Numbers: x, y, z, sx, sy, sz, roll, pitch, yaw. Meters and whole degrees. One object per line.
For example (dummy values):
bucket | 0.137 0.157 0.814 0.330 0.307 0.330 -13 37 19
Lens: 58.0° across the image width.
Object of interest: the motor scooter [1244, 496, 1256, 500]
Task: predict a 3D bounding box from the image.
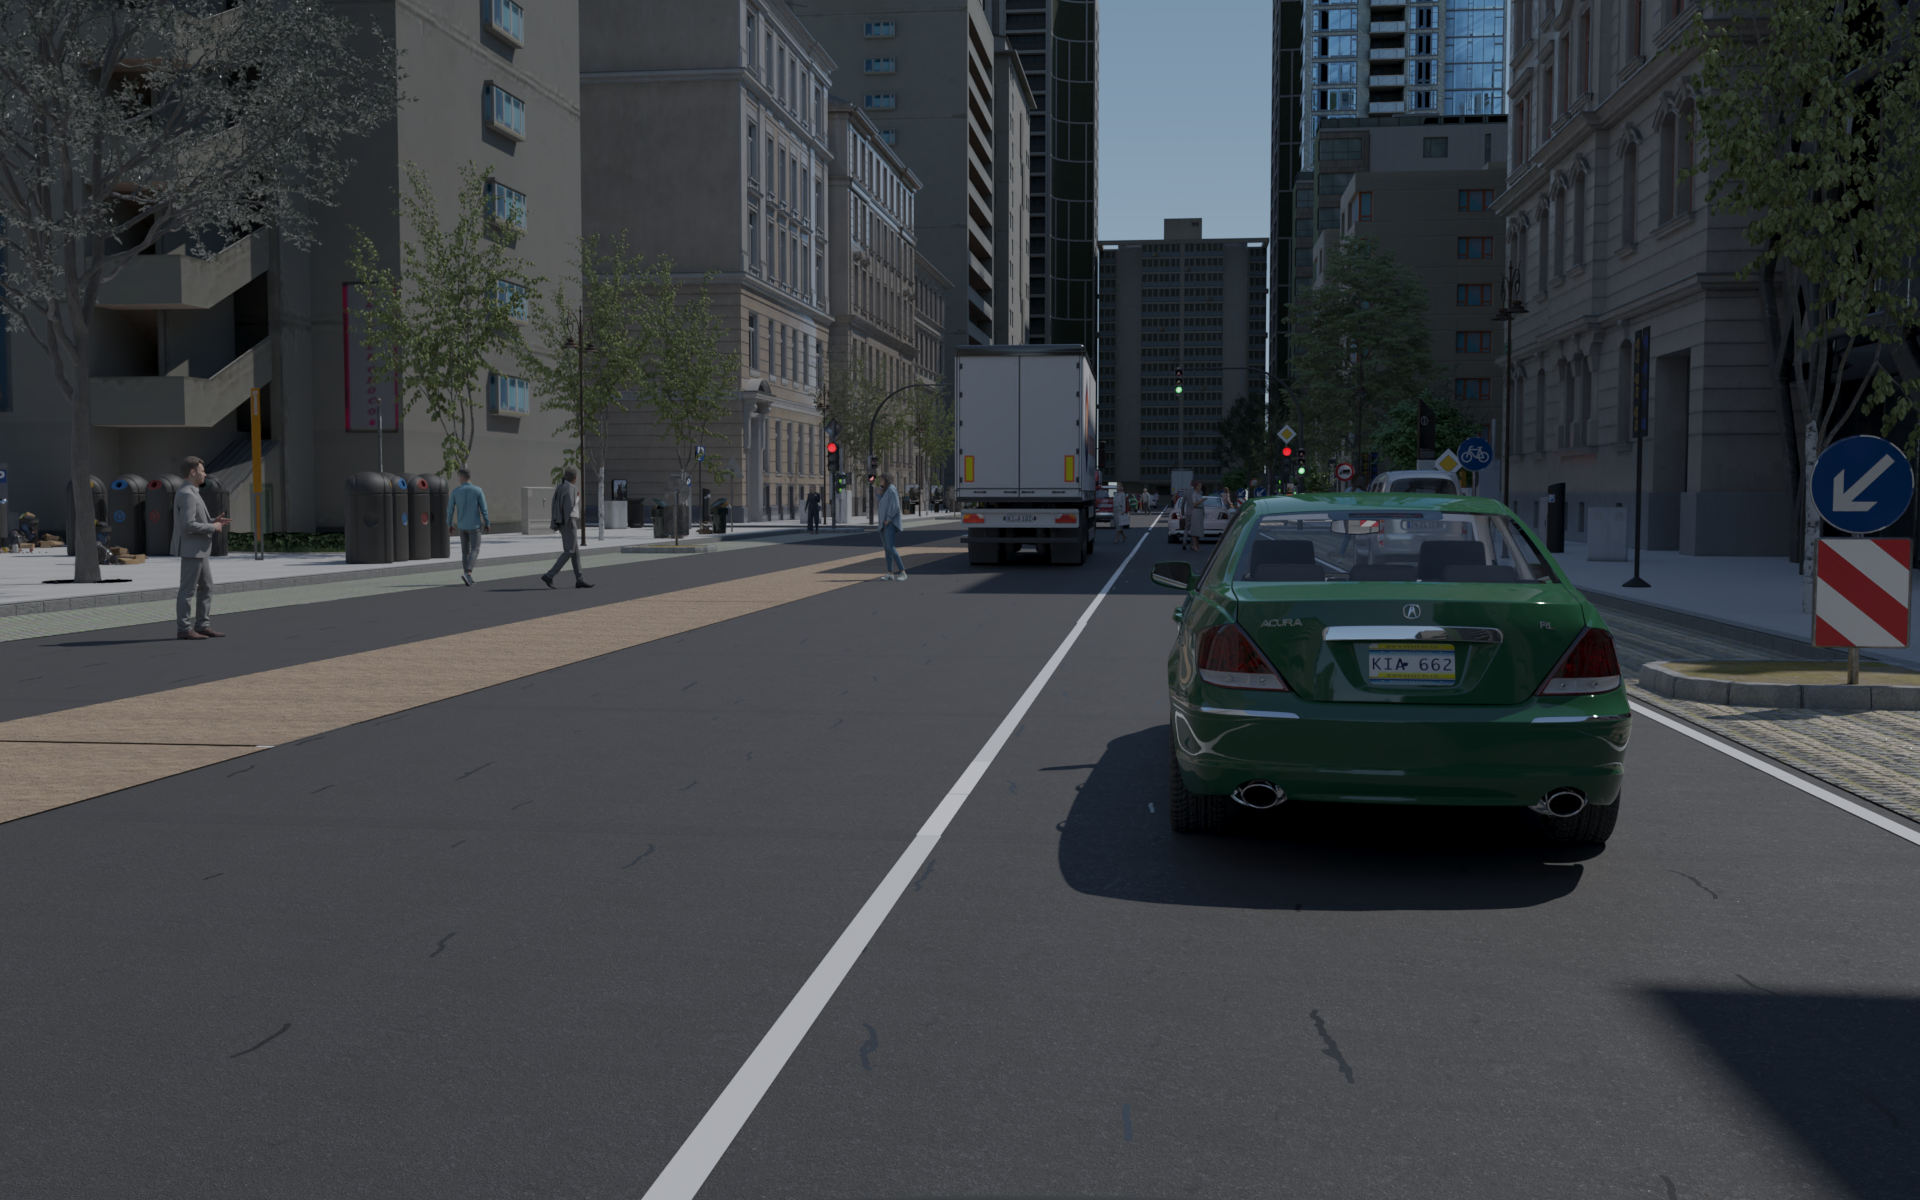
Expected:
motor scooter | 18.788 -6.062 111.889 0.815 1.314 1.986 0 4 7

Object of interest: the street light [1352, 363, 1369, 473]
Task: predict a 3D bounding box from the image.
street light | 14.131 -5.410 61.236 0.468 5.910 1.993 0 4 7

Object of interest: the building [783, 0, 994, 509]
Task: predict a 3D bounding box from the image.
building | -8.636 -32.704 158.410 21.300 48.544 21.600 0 4 7

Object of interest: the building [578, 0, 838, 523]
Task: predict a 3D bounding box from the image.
building | -14.477 -18.337 85.708 13.634 28.700 20.117 0 4 7

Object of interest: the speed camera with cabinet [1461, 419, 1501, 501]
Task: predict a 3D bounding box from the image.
speed camera with cabinet | 13.912 -3.186 46.427 0.660 3.252 2.038 0 4 2

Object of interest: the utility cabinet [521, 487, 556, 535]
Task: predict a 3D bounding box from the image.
utility cabinet | -13.211 -2.795 54.371 0.318 1.500 1.173 2 4 34

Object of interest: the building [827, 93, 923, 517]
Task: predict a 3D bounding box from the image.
building | -10.214 -19.006 108.018 12.463 27.353 25.104 0 4 7

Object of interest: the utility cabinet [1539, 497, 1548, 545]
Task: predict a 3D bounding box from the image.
utility cabinet | 14.785 -1.975 43.455 0.306 1.237 1.020 0 4 6

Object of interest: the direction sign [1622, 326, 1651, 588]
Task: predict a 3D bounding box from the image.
direction sign | 9.342 -1.946 23.810 0.379 3.537 0.876 1 4 10

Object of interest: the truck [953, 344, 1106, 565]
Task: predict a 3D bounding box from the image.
truck | 1.693 -3.009 38.112 2.839 4.237 11.283 0 4 6

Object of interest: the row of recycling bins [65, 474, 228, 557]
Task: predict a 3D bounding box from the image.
row of recycling bins | -16.936 -1.772 36.085 3.534 1.692 1.069 1 4 8

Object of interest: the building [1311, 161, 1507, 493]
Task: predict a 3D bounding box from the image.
building | 36.713 -15.959 105.975 27.650 21.520 28.899 0 4 7

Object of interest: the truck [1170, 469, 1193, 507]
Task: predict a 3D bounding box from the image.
truck | 25.462 -12.827 198.641 2.839 4.237 11.283 0 4 7

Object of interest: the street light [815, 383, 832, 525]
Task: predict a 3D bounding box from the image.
street light | -5.653 -6.088 72.334 0.468 5.910 1.993 0 4 7

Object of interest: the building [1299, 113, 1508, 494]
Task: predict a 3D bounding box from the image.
building | 34.573 -22.259 135.642 14.160 30.474 14.107 0 4 7

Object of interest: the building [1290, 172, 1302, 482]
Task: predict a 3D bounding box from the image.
building | 36.997 -23.561 156.920 14.160 30.474 14.107 0 4 7

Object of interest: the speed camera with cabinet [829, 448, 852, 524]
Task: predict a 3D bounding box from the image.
speed camera with cabinet | -5.193 -4.943 75.160 0.660 3.252 2.038 1 4 9

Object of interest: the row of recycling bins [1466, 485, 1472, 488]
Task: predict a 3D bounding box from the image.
row of recycling bins | 21.674 -4.212 75.977 3.534 1.692 1.069 -1 4 -20

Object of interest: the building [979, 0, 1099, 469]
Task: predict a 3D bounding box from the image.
building | 8.605 -49.157 241.965 20.611 71.187 20.563 0 4 7

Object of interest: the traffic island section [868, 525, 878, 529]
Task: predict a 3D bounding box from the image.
traffic island section | -3.699 -3.040 71.980 2.009 0.180 2.903 0 4 7

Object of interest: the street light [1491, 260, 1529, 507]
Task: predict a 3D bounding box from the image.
street light | 10.900 -3.771 34.449 0.468 5.910 1.993 0 4 7

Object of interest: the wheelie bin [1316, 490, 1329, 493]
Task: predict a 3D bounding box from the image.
wheelie bin | 19.170 -5.135 91.861 0.980 1.594 0.693 0 4 -5

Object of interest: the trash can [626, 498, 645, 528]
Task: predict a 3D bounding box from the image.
trash can | -12.205 -3.275 65.192 0.748 1.137 0.748 0 3 0

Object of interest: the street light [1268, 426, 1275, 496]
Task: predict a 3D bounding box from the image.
street light | 21.077 -8.845 117.408 0.468 5.910 1.993 0 4 7

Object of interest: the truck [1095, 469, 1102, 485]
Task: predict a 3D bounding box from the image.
truck | 14.617 -12.611 195.100 2.839 4.237 11.283 0 4 6

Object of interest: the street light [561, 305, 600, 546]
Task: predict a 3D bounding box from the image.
street light | -9.300 -4.269 42.593 0.468 5.910 1.993 0 4 7

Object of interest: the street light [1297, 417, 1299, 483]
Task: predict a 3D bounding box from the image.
street light | 17.865 -7.240 91.164 0.468 5.910 1.993 0 4 7

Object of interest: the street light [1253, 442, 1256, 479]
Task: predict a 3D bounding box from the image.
street light | 24.425 -10.456 143.743 0.468 5.910 1.993 0 4 7

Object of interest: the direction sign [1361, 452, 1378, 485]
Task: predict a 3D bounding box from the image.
direction sign | 21.962 -6.176 92.967 0.876 3.537 0.379 0 4 -6

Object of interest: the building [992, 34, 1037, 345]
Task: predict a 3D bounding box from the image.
building | -5.777 -37.773 206.820 27.495 52.752 28.713 0 4 7

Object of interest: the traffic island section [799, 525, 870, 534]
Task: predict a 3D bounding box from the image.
traffic island section | -4.686 -2.555 64.056 2.009 0.180 2.903 0 4 7

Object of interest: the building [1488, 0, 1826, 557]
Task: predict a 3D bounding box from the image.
building | 22.676 -15.759 45.057 14.401 28.519 23.554 0 4 7

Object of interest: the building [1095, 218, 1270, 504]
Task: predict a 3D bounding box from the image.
building | 31.551 -33.934 246.704 23.993 40.220 32.217 0 4 7

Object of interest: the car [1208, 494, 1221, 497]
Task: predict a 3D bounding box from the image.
car | 27.592 -10.937 187.610 1.959 1.807 4.718 1 4 8

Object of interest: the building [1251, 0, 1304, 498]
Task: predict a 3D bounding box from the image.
building | 45.119 -46.807 203.547 20.563 71.187 20.611 0 4 7

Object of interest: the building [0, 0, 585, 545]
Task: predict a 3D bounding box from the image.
building | -25.518 -26.256 52.986 21.600 48.544 21.300 0 4 7

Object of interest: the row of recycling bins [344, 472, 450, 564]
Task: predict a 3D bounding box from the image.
row of recycling bins | -10.826 -1.602 33.298 1.069 1.692 3.534 0 4 6

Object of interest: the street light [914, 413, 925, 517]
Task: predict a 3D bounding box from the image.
street light | -2.291 -7.692 98.559 0.468 5.910 1.993 0 4 7

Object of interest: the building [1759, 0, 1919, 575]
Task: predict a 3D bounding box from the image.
building | 21.243 -9.635 24.977 16.820 18.784 16.811 0 4 7

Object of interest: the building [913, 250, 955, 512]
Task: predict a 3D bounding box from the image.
building | -7.493 -18.047 131.220 11.583 22.565 21.152 0 4 7

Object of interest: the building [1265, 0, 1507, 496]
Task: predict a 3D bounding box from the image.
building | 58.105 -56.474 236.027 31.000 86.520 22.319 0 4 7

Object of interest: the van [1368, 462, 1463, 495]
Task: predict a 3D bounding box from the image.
van | 8.224 -1.517 31.815 2.013 2.044 4.112 0 4 7
